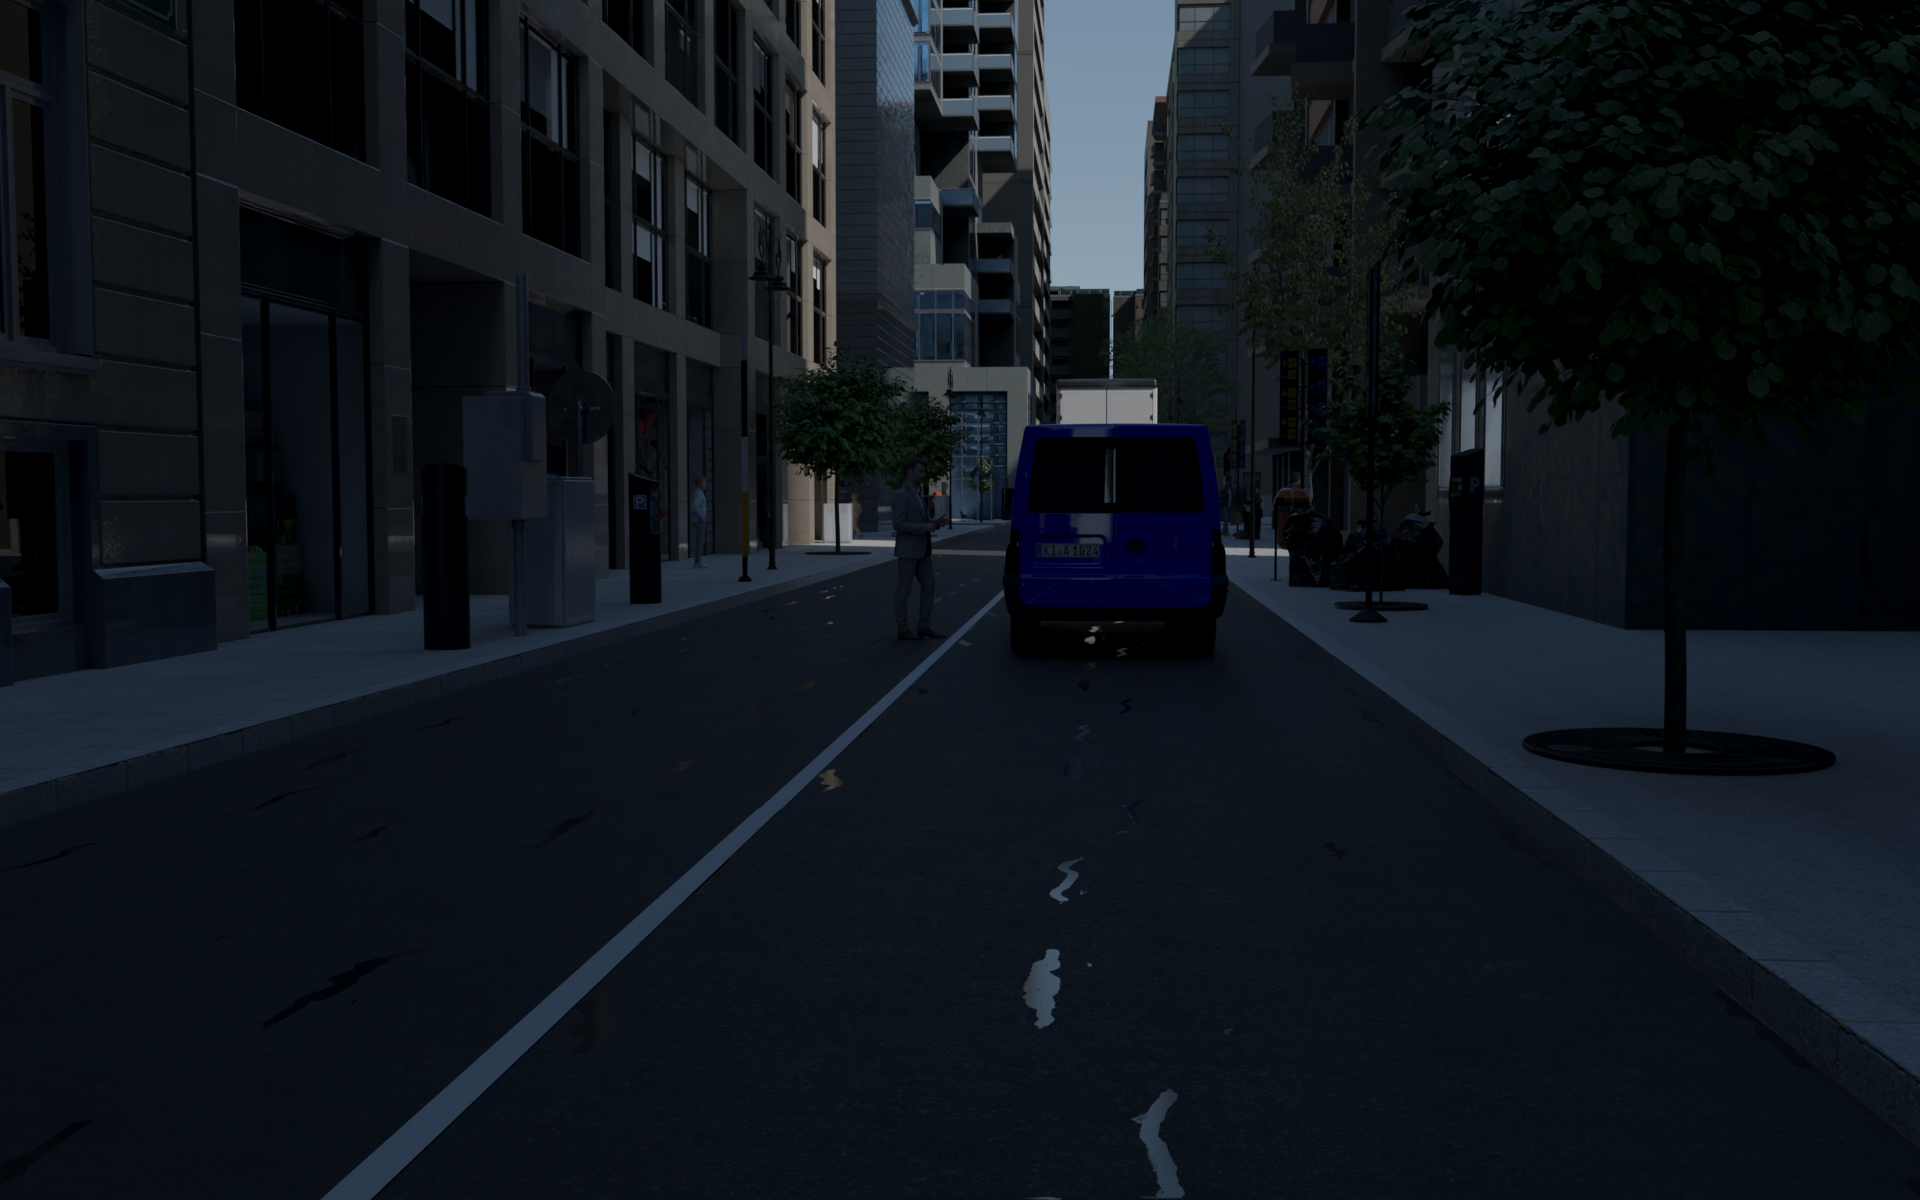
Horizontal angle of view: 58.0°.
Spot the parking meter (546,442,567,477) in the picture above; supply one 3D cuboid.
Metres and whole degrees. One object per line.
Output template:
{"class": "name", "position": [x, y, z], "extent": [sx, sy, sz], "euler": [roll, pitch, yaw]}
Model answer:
{"class": "parking meter", "position": [-4.409, -0.782, 18.491], "extent": [0.255, 1.863, 0.399], "euler": [3, 5, 45]}

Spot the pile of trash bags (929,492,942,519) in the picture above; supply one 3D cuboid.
{"class": "pile of trash bags", "position": [-1.889, -4.646, 85.707], "extent": [1.912, 1.369, 3.447], "euler": [-2, 4, -34]}

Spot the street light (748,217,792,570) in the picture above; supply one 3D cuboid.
{"class": "street light", "position": [-3.192, -3.454, 29.267], "extent": [0.468, 5.910, 1.993], "euler": [0, 4, 5]}

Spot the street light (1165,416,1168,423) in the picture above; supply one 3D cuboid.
{"class": "street light", "position": [10.052, -6.751, 83.162], "extent": [0.468, 5.910, 1.993], "euler": [0, 4, 5]}

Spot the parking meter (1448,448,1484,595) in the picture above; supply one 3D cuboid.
{"class": "parking meter", "position": [6.431, -0.998, 22.025], "extent": [0.399, 1.863, 0.255], "euler": [-2, 4, -30]}

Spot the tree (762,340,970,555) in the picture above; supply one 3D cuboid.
{"class": "tree", "position": [-2.536, -3.259, 37.000], "extent": [4.285, 4.588, 4.351], "euler": [0, 3, 0]}

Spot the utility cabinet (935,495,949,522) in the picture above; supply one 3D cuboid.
{"class": "utility cabinet", "position": [-0.818, -4.291, 81.324], "extent": [0.306, 1.237, 1.020], "euler": [-2, 4, -28]}

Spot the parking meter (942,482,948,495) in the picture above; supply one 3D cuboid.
{"class": "parking meter", "position": [-0.730, -4.766, 83.630], "extent": [0.255, 1.863, 0.399], "euler": [1, 4, 12]}

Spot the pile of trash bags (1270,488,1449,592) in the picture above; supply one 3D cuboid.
{"class": "pile of trash bags", "position": [5.382, -0.900, 24.462], "extent": [1.912, 1.369, 3.447], "euler": [-1, 4, -20]}

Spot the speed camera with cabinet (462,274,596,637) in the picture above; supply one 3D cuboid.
{"class": "speed camera with cabinet", "position": [-4.055, -1.349, 16.385], "extent": [0.660, 3.252, 2.038], "euler": [0, 4, 6]}

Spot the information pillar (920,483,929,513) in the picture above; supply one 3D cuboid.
{"class": "information pillar", "position": [-1.214, -3.207, 56.923], "extent": [0.304, 2.012, 0.304], "euler": [3, 5, 44]}

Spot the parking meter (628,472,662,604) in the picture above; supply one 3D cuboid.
{"class": "parking meter", "position": [-3.697, -0.729, 20.332], "extent": [0.372, 1.533, 0.369], "euler": [0, 3, 0]}

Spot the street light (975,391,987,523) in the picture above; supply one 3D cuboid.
{"class": "street light", "position": [0.960, -6.428, 77.885], "extent": [0.468, 5.910, 1.993], "euler": [0, 4, 5]}

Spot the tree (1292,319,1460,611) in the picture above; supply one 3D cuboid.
{"class": "tree", "position": [4.774, -1.507, 19.234], "extent": [1.663, 3.219, 1.824], "euler": [0, 3, 0]}

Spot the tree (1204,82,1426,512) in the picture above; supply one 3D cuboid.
{"class": "tree", "position": [6.379, -4.948, 31.268], "extent": [4.737, 8.622, 4.395], "euler": [0, 3, 0]}

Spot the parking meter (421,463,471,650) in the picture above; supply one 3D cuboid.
{"class": "parking meter", "position": [-4.258, -0.363, 14.341], "extent": [0.372, 1.533, 0.369], "euler": [0, 3, 0]}

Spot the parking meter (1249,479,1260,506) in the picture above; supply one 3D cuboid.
{"class": "parking meter", "position": [11.467, -3.776, 67.443], "extent": [0.255, 1.863, 0.399], "euler": [3, 5, 44]}

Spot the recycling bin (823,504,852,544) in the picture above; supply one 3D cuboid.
{"class": "recycling bin", "position": [-3.197, -2.000, 45.253], "extent": [0.722, 1.027, 0.722], "euler": [0, 4, 1]}

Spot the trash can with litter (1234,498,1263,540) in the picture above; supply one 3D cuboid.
{"class": "trash can with litter", "position": [8.045, -2.281, 48.674], "extent": [0.624, 1.170, 1.055], "euler": [-2, 4, -24]}

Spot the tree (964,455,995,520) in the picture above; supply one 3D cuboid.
{"class": "tree", "position": [1.005, -5.536, 85.119], "extent": [1.663, 3.219, 1.824], "euler": [0, 3, 0]}

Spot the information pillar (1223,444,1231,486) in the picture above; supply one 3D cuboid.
{"class": "information pillar", "position": [12.589, -5.522, 81.640], "extent": [0.183, 3.616, 0.504], "euler": [3, 5, 41]}

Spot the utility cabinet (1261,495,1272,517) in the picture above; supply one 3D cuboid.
{"class": "utility cabinet", "position": [17.229, -5.204, 96.253], "extent": [1.020, 1.237, 0.306], "euler": [-2, 4, -25]}

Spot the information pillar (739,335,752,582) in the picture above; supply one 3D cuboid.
{"class": "information pillar", "position": [-3.151, -2.076, 25.298], "extent": [0.183, 3.616, 0.504], "euler": [-1, 4, -9]}

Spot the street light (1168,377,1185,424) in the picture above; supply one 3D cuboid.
{"class": "street light", "position": [8.625, -5.861, 68.613], "extent": [0.468, 5.910, 1.993], "euler": [0, 4, 5]}

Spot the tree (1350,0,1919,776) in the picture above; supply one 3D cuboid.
{"class": "tree", "position": [3.625, -1.514, 8.468], "extent": [4.285, 4.588, 4.351], "euler": [0, 3, 0]}

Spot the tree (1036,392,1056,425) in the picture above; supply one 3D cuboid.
{"class": "tree", "position": [4.799, -10.544, 122.759], "extent": [4.360, 8.622, 3.978], "euler": [0, 3, 0]}

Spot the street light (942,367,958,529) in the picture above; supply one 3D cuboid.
{"class": "street light", "position": [-0.348, -5.518, 63.008], "extent": [0.468, 5.910, 1.993], "euler": [0, 4, 5]}

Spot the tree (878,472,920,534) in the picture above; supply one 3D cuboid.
{"class": "tree", "position": [-1.728, -3.741, 55.774], "extent": [1.663, 3.219, 1.824], "euler": [0, 3, 0]}

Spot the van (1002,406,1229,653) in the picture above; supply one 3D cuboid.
{"class": "van", "position": [1.481, -0.793, 17.357], "extent": [2.240, 2.365, 5.245], "euler": [0, 4, 3]}

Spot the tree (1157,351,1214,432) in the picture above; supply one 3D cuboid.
{"class": "tree", "position": [11.226, -8.507, 89.455], "extent": [4.360, 8.622, 3.978], "euler": [0, 3, 0]}

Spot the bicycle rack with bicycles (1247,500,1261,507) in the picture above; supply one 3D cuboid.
{"class": "bicycle rack with bicycles", "position": [16.221, -5.395, 101.594], "extent": [2.925, 0.926, 2.852], "euler": [-1, 4, -20]}

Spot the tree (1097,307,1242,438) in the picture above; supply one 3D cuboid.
{"class": "tree", "position": [11.823, -10.508, 97.561], "extent": [9.928, 11.665, 9.643], "euler": [0, 3, 0]}

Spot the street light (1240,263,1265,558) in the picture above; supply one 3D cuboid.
{"class": "street light", "position": [5.889, -3.791, 34.763], "extent": [0.468, 5.910, 1.993], "euler": [0, 4, 5]}

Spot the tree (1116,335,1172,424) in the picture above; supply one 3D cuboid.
{"class": "tree", "position": [13.821, -12.512, 122.700], "extent": [7.486, 12.596, 7.792], "euler": [0, 3, 0]}
